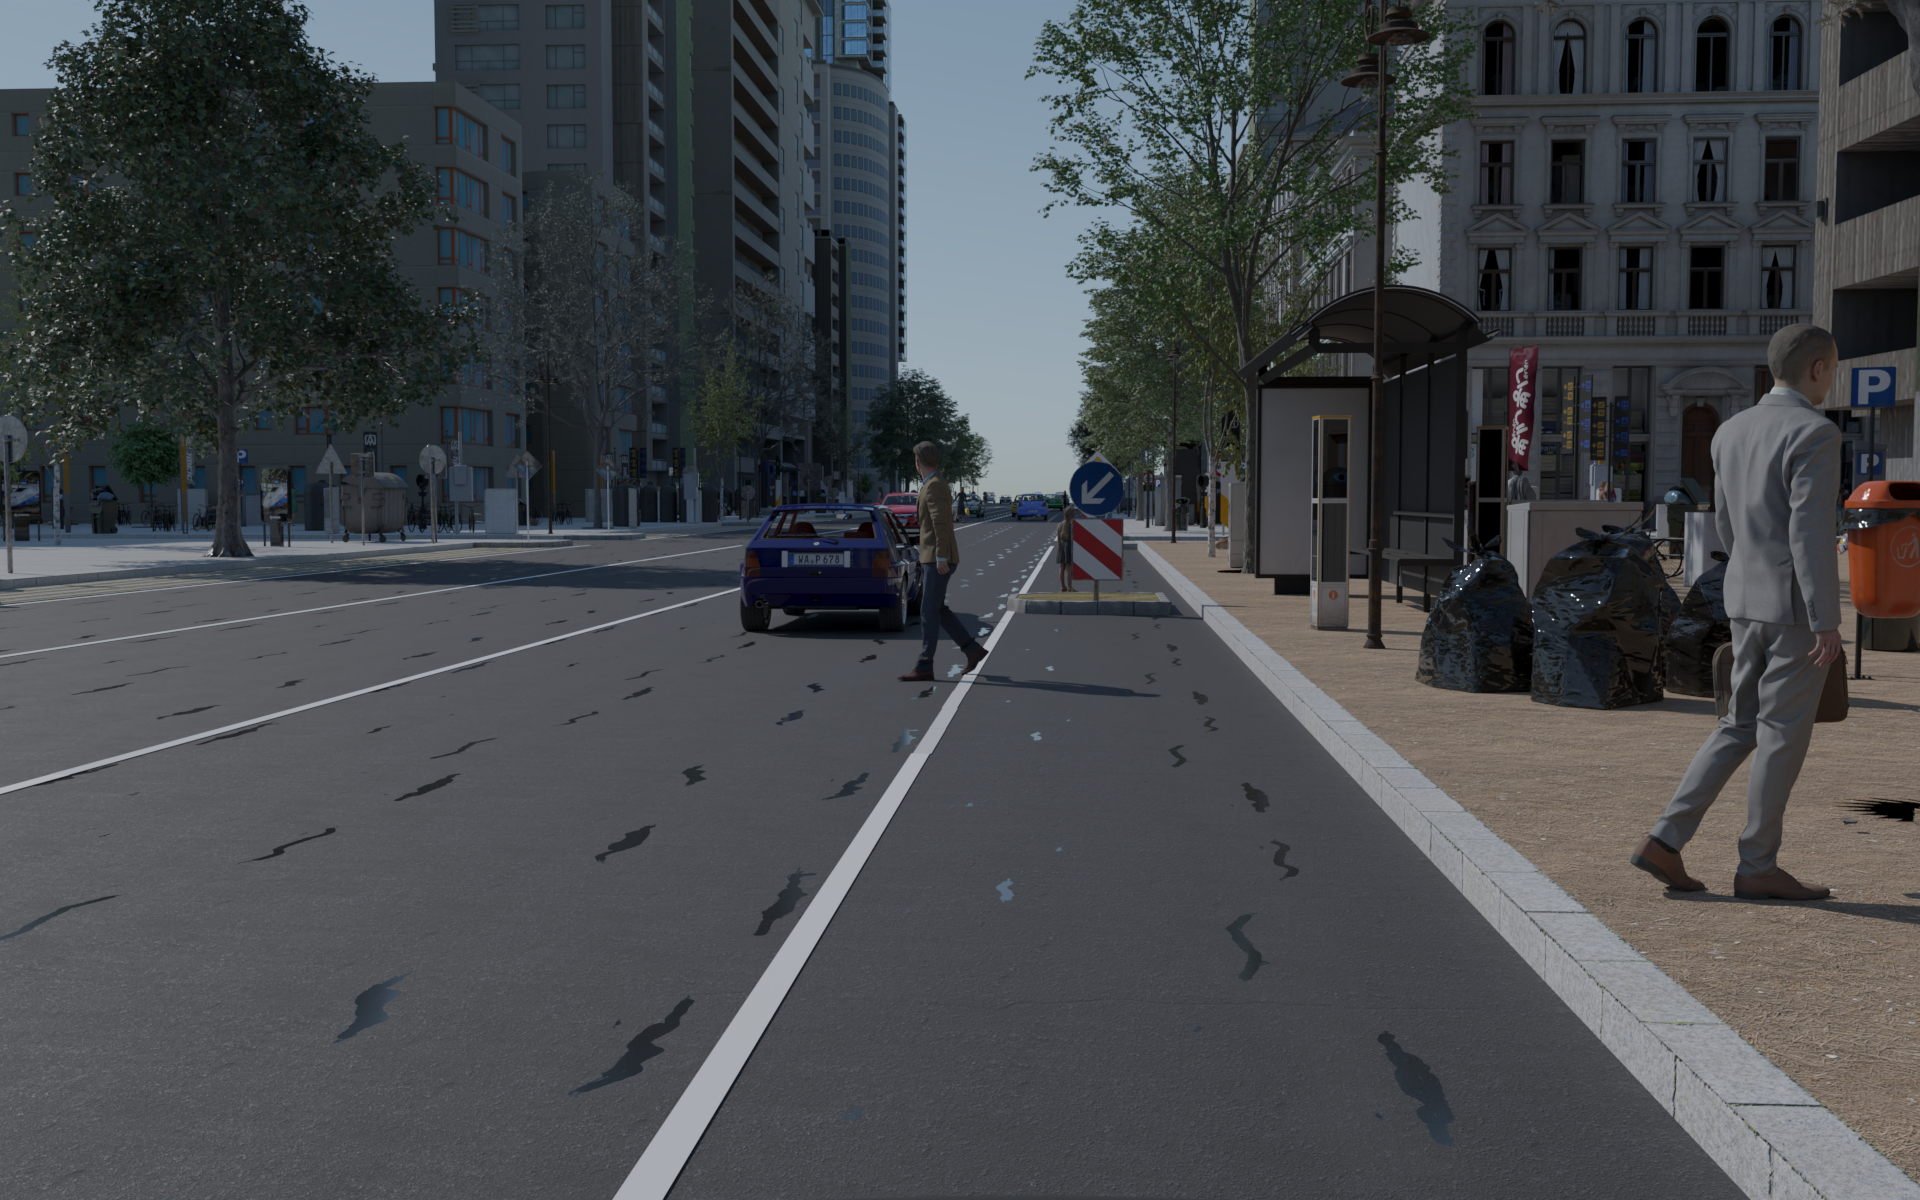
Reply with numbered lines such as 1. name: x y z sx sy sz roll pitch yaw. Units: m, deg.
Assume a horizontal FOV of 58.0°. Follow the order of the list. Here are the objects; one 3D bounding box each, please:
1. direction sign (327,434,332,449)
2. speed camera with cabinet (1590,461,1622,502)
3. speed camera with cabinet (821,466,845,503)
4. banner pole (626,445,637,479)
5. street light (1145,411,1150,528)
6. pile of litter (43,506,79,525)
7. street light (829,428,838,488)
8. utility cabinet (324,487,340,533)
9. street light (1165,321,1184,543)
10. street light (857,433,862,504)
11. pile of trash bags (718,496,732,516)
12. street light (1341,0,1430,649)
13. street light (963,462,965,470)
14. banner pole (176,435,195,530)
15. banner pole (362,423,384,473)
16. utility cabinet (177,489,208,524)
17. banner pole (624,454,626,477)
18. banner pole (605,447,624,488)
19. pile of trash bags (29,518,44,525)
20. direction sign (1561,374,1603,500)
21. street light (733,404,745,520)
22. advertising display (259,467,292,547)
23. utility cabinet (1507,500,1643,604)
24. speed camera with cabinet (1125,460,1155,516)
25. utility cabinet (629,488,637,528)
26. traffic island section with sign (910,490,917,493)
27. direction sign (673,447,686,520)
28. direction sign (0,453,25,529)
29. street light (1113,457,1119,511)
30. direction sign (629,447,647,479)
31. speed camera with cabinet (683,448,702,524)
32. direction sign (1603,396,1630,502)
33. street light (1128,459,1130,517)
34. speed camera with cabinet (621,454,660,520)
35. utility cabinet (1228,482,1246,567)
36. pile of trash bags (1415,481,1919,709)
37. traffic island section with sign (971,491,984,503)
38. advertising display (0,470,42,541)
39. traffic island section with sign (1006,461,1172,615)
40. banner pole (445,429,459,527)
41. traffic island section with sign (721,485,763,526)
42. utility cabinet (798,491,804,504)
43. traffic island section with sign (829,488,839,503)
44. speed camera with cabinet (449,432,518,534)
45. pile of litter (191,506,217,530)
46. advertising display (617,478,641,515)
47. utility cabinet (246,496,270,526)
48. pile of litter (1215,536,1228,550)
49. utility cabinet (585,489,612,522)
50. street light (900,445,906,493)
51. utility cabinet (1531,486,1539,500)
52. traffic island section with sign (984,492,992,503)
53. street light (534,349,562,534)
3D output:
1. direction sign: -23.919 -4.512 65.769 0.379 3.537 0.876 -1 4 -10
2. speed camera with cabinet: 19.976 -3.622 53.556 0.660 3.252 2.038 1 4 10
3. speed camera with cabinet: -9.130 -7.806 121.959 2.038 3.252 0.660 -2 4 -31
4. banner pole: -16.374 -5.953 87.349 0.401 3.779 0.863 -2 4 -26
5. street light: 7.096 -5.661 65.353 0.468 5.910 1.993 0 4 4
6. pile of litter: -37.130 -3.523 71.562 1.719 0.858 1.176 2 4 35
7. street light: -8.681 -8.908 118.431 0.468 5.910 1.993 0 4 4
8. utility cabinet: -20.373 -2.902 56.125 0.318 1.500 1.173 -2 4 -29
9. street light: 5.599 -4.432 45.244 0.468 5.910 1.993 0 4 4
10. street light: -7.721 -9.725 131.797 0.468 5.910 1.993 0 4 4
11. pile of trash bags: -14.531 -5.584 101.052 1.912 1.369 3.447 1 4 8
12. street light: 3.448 -2.535 14.234 0.468 5.910 1.993 0 4 4
13. street light: 0.574 -16.694 245.726 0.468 5.910 1.993 0 4 4
14. banner pole: -27.547 -4.381 61.653 0.863 3.779 0.401 1 4 20
15. banner pole: -20.560 -4.339 60.961 0.863 3.779 0.401 -2 4 -27
16. utility cabinet: -32.598 -3.972 73.629 1.173 1.500 0.318 0 3 0
17. banner pole: -18.497 -6.503 96.335 0.401 3.779 0.863 3 5 43
18. banner pole: -18.552 -6.253 92.252 0.401 3.779 0.863 3 5 42
19. pile of trash bags: -40.511 -3.872 73.064 3.447 1.369 1.912 0 4 5
20. direction sign: 11.797 -2.519 33.176 0.379 3.537 0.876 -1 4 -17
21. street light: -11.006 -6.961 86.607 0.468 5.910 1.993 0 4 4
22. advertising display: -16.683 -2.265 42.255 0.974 1.923 0.123 2 4 28
23. utility cabinet: 4.718 -0.133 13.331 1.020 1.237 0.306 -1 4 -17
24. speed camera with cabinet: 10.533 -6.431 99.486 2.038 3.252 0.660 1 4 11
25. utility cabinet: -12.257 -3.442 64.948 0.318 1.500 1.173 -1 4 -10
26. traffic island section with sign: -4.073 -8.902 154.183 1.989 1.847 2.006 0 4 4
27. direction sign: -13.669 -5.649 84.354 0.379 3.537 0.876 2 4 34
28. direction sign: -35.010 -4.402 63.966 0.876 3.537 0.379 -2 4 -25
29. street light: 12.668 -10.396 142.759 0.468 5.910 1.993 0 4 4
30. direction sign: -15.666 -5.644 84.279 0.876 3.537 0.379 -2 4 -33
31. speed camera with cabinet: -11.640 -4.957 75.379 0.660 3.252 2.038 0 4 -2
32. direction sign: 15.051 -2.946 40.163 0.876 3.537 0.379 3 5 39
33. street light: 9.427 -7.563 96.444 0.468 5.910 1.993 0 4 4
34. speed camera with cabinet: -15.742 -5.598 85.865 2.038 3.252 0.660 -1 4 -21
35. utility cabinet: 4.876 -1.333 30.479 0.318 1.500 1.173 0 4 7
36. pile of trash bags: 4.900 -0.103 11.432 3.447 1.369 1.912 -1 4 -12
37. traffic island section with sign: 1.893 -13.949 236.686 1.989 1.847 2.006 0 4 4
38. advertising display: -25.595 -2.568 47.205 0.974 1.923 0.123 -3 4 -38
39. traffic island section with sign: 1.585 -0.786 21.481 1.989 1.847 2.006 0 4 4
40. banner pole: -19.620 -4.706 66.958 0.401 3.779 0.863 2 4 34
41. traffic island section with sign: -9.588 -4.241 77.970 1.989 1.847 2.006 0 4 4
42. utility cabinet: -11.353 -7.050 123.944 0.318 1.500 1.173 0 4 1
43. traffic island section with sign: -7.639 -5.889 104.915 1.989 1.847 2.006 0 4 4
44. speed camera with cabinet: -15.197 -3.726 55.260 2.038 3.252 0.660 -1 4 -11
45. pile of litter: -27.100 -3.003 63.069 1.719 0.858 1.176 -1 4 -23
46. advertising display: -13.673 -4.058 71.559 0.974 1.923 0.123 0 4 -2
47. utility cabinet: -28.611 -3.638 70.637 1.020 1.237 0.306 -1 4 -15
48. pile of litter: 6.429 -1.635 40.695 1.176 0.858 1.719 2 4 34
49. utility cabinet: -16.479 -4.300 78.982 1.173 1.500 0.318 -3 5 -41
50. street light: -5.328 -11.686 163.858 0.468 5.910 1.993 0 4 4
51. utility cabinet: 14.848 -2.262 45.660 0.318 1.500 1.173 3 5 44
52. traffic island section with sign: 3.875 -15.632 264.202 1.989 1.847 2.006 0 4 4
53. street light: -13.146 -5.055 55.431 0.468 5.910 1.993 0 4 4
